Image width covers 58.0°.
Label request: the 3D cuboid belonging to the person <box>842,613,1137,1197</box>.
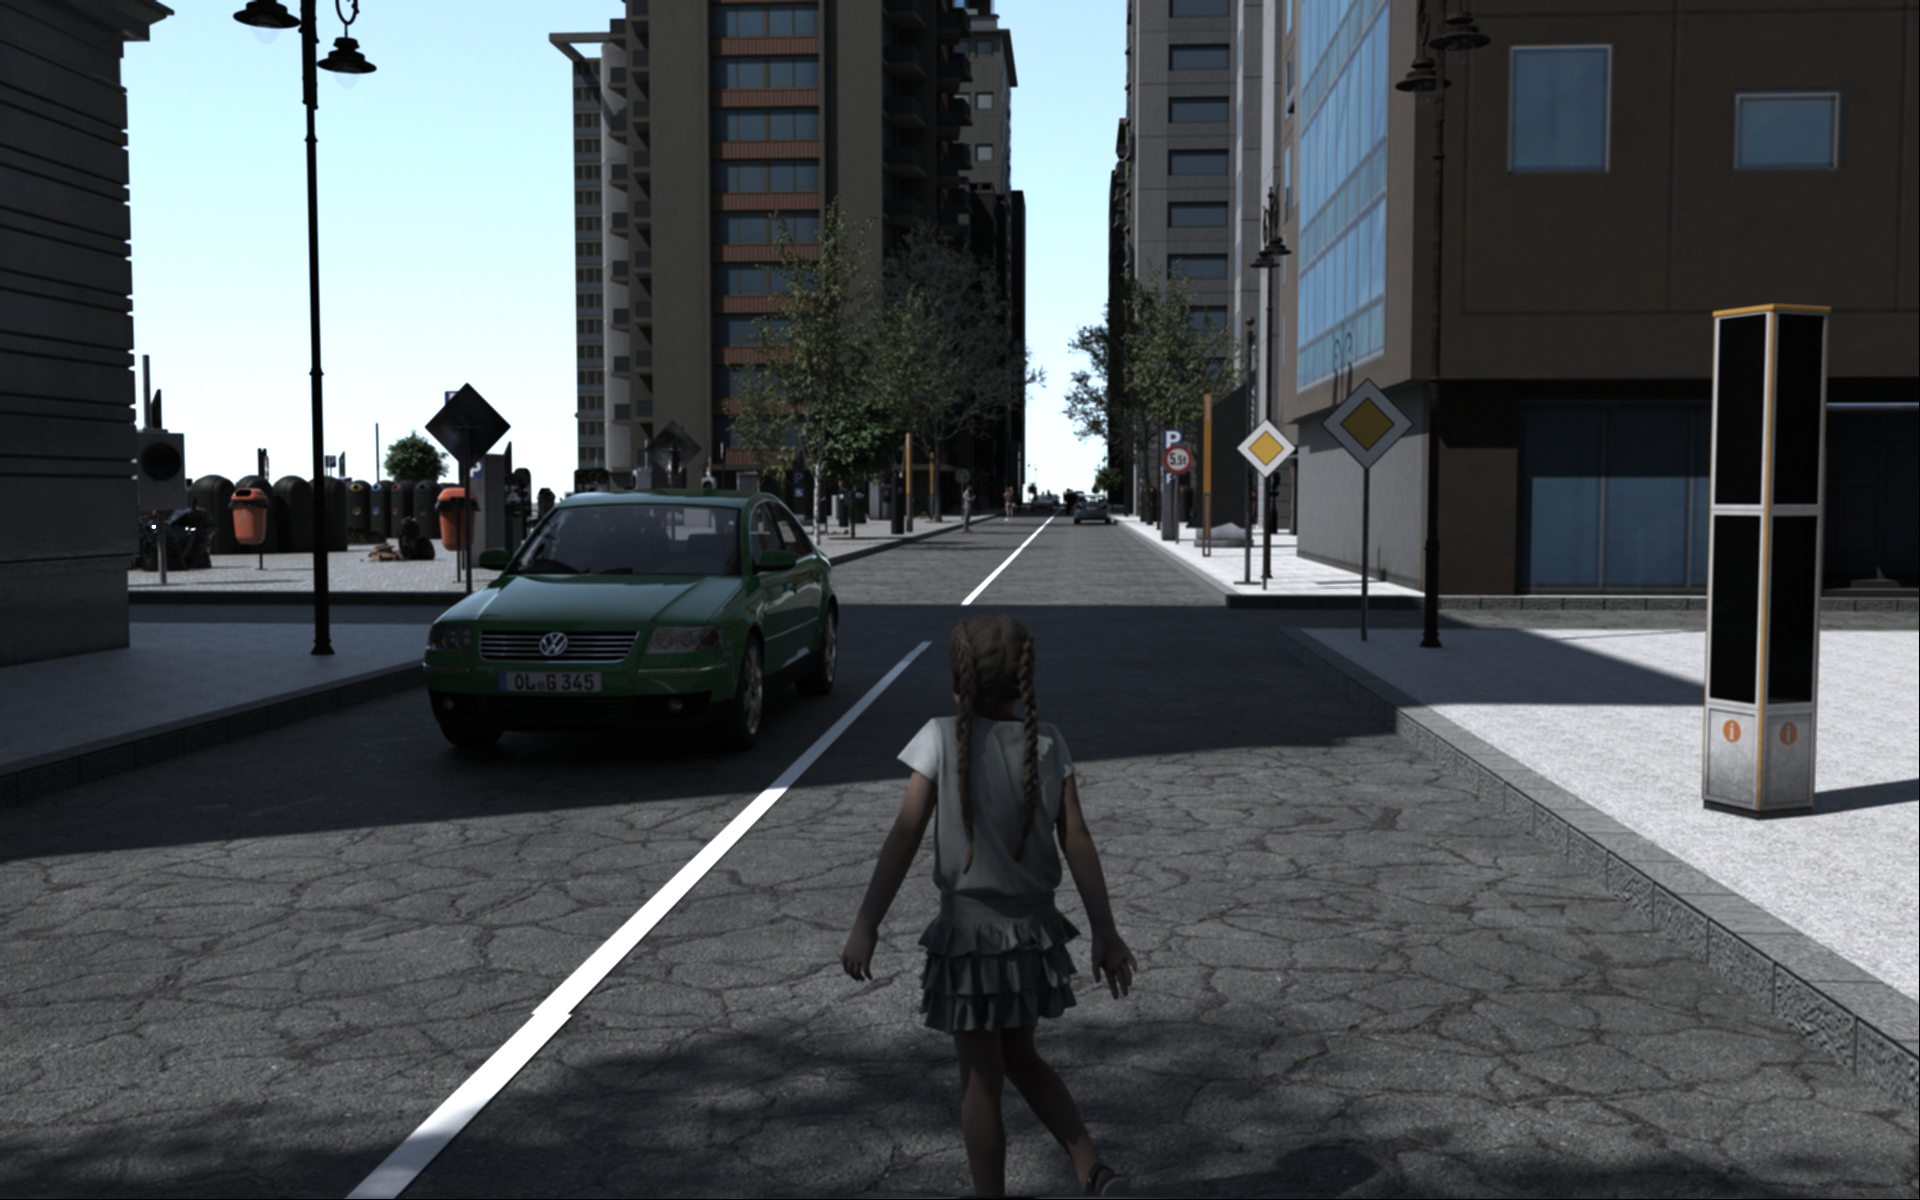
[{"bbox_3d":[0.051,0.633,3.161,0.505,1.210,0.382,-2,4,-24],"label":"person"}]

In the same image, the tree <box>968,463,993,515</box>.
[{"bbox_3d":[1.256,-6.887,107.198,1.663,3.219,1.824,0,3,0],"label":"tree"}]

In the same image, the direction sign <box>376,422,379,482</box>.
[{"bbox_3d":[-18.545,-3.865,55.194,0.379,3.537,0.876,-1,4,-16],"label":"direction sign"}]

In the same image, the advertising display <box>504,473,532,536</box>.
[{"bbox_3d":[-13.623,-2.936,53.217,0.123,1.923,0.974,3,5,45],"label":"advertising display"}]

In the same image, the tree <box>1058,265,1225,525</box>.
[{"bbox_3d":[7.499,-8.371,71.286,7.601,10.594,8.767,0,4,8],"label":"tree"}]

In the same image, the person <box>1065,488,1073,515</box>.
[{"bbox_3d":[7.509,-6.803,119.699,0.705,1.831,1.348,2,4,25],"label":"person"}]

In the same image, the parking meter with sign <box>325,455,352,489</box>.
[{"bbox_3d":[-27.616,-4.973,77.574,1.738,3.016,0.543,2,4,32],"label":"parking meter with sign"}]

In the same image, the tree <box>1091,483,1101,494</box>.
[{"bbox_3d":[20.013,-15.853,253.804,1.663,3.219,1.824,0,3,0],"label":"tree"}]

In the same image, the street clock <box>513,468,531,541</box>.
[{"bbox_3d":[-12.089,-2.648,47.863,0.358,2.002,0.471,2,4,28],"label":"street clock"}]

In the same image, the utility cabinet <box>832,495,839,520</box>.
[{"bbox_3d":[-6.052,-4.640,87.025,0.306,1.237,1.020,2,4,28],"label":"utility cabinet"}]

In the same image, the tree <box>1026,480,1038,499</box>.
[{"bbox_3d":[9.970,-14.914,238.441,1.663,3.219,1.824,0,3,0],"label":"tree"}]

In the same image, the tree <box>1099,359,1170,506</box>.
[{"bbox_3d":[9.377,-8.608,91.100,4.360,8.622,3.978,0,3,0],"label":"tree"}]

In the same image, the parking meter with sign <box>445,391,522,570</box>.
[{"bbox_3d":[-8.227,-2.070,30.098,0.543,3.016,1.738,1,4,14],"label":"parking meter with sign"}]

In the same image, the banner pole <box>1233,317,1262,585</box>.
[{"bbox_3d":[4.085,-2.098,24.320,0.401,3.779,0.863,0,4,2],"label":"banner pole"}]

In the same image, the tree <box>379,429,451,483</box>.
[{"bbox_3d":[-26.807,-6.187,84.866,4.285,4.588,4.351,0,3,0],"label":"tree"}]

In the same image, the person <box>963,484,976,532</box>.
[{"bbox_3d":[0.359,-3.473,65.463,0.466,1.800,0.511,0,4,8],"label":"person"}]

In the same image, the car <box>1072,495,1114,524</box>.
[{"bbox_3d":[6.454,-4.419,84.261,2.014,1.417,4.499,0,4,6],"label":"car"}]

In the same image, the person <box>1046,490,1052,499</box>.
[{"bbox_3d":[8.822,-10.100,173.262,0.705,1.869,1.348,3,5,43],"label":"person"}]

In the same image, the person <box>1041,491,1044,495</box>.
[{"bbox_3d":[9.693,-11.815,201.756,0.705,1.814,1.350,-1,4,-23],"label":"person"}]

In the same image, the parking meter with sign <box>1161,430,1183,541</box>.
[{"bbox_3d":[5.813,-3.155,47.850,0.543,3.016,1.738,0,4,3],"label":"parking meter with sign"}]

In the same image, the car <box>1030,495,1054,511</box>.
[{"bbox_3d":[6.915,-8.207,146.546,2.083,1.381,4.827,0,4,3],"label":"car"}]

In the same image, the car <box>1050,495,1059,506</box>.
[{"bbox_3d":[11.393,-12.425,215.513,2.083,1.381,4.827,0,4,5],"label":"car"}]

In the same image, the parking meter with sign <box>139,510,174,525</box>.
[{"bbox_3d":[-18.671,-2.632,39.293,1.738,3.016,0.543,-3,5,-40],"label":"parking meter with sign"}]

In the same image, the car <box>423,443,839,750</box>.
[{"bbox_3d":[-1.911,-0.144,11.145,1.959,1.807,4.718,0,4,5],"label":"car"}]

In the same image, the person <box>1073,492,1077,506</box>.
[{"bbox_3d":[13.272,-11.812,202.349,1.217,1.736,0.721,-3,4,-38],"label":"person"}]

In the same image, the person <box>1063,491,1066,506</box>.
[{"bbox_3d":[12.589,-12.207,208.108,0.705,1.821,1.348,1,4,13],"label":"person"}]

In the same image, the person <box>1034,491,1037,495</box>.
[{"bbox_3d":[8.519,-11.354,194.812,0.551,1.740,0.621,2,4,25],"label":"person"}]

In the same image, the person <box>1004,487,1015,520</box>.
[{"bbox_3d":[2.714,-5.245,94.236,0.573,1.828,0.580,3,4,38],"label":"person"}]

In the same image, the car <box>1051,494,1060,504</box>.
[{"bbox_3d":[13.776,-14.906,255.505,2.131,1.459,4.920,0,4,2],"label":"car"}]

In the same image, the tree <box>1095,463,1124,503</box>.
[{"bbox_3d":[15.617,-12.132,182.070,4.285,4.588,4.351,0,3,0],"label":"tree"}]

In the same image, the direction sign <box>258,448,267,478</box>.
[{"bbox_3d":[-34.416,-5.720,85.523,0.379,3.537,0.876,0,4,5],"label":"direction sign"}]

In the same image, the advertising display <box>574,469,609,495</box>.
[{"bbox_3d":[-9.663,-2.462,45.473,0.974,1.923,0.123,-3,5,-41],"label":"advertising display"}]

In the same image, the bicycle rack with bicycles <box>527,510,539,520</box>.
[{"bbox_3d":[-19.053,-3.602,72.270,2.852,0.926,2.925,1,4,22],"label":"bicycle rack with bicycles"}]

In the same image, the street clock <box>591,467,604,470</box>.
[{"bbox_3d":[-9.826,-2.596,47.017,0.358,2.002,0.471,1,4,17],"label":"street clock"}]

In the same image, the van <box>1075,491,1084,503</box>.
[{"bbox_3d":[16.162,-13.962,235.283,2.013,2.044,4.112,0,4,3],"label":"van"}]

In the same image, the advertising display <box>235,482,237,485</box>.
[{"bbox_3d":[-38.446,-5.380,93.175,0.974,1.923,0.123,-3,5,-39],"label":"advertising display"}]

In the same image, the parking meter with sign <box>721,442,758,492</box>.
[{"bbox_3d":[-7.206,-3.828,58.853,1.738,3.016,0.543,-1,4,-13],"label":"parking meter with sign"}]

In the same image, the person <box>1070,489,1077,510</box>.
[{"bbox_3d":[10.280,-9.298,160.153,1.348,1.869,0.705,3,4,36],"label":"person"}]

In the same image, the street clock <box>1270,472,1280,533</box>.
[{"bbox_3d":[10.253,-3.178,56.531,0.358,2.002,0.471,-1,4,-11],"label":"street clock"}]

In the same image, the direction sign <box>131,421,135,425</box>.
[{"bbox_3d":[-24.034,-3.552,50.068,0.379,3.537,0.876,0,3,0],"label":"direction sign"}]

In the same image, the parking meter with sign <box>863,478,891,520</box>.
[{"bbox_3d":[-4.079,-5.415,84.790,1.738,3.016,0.543,3,5,39],"label":"parking meter with sign"}]

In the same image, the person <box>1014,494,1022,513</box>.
[{"bbox_3d":[4.462,-7.437,133.320,0.697,1.427,0.421,2,4,26],"label":"person"}]
